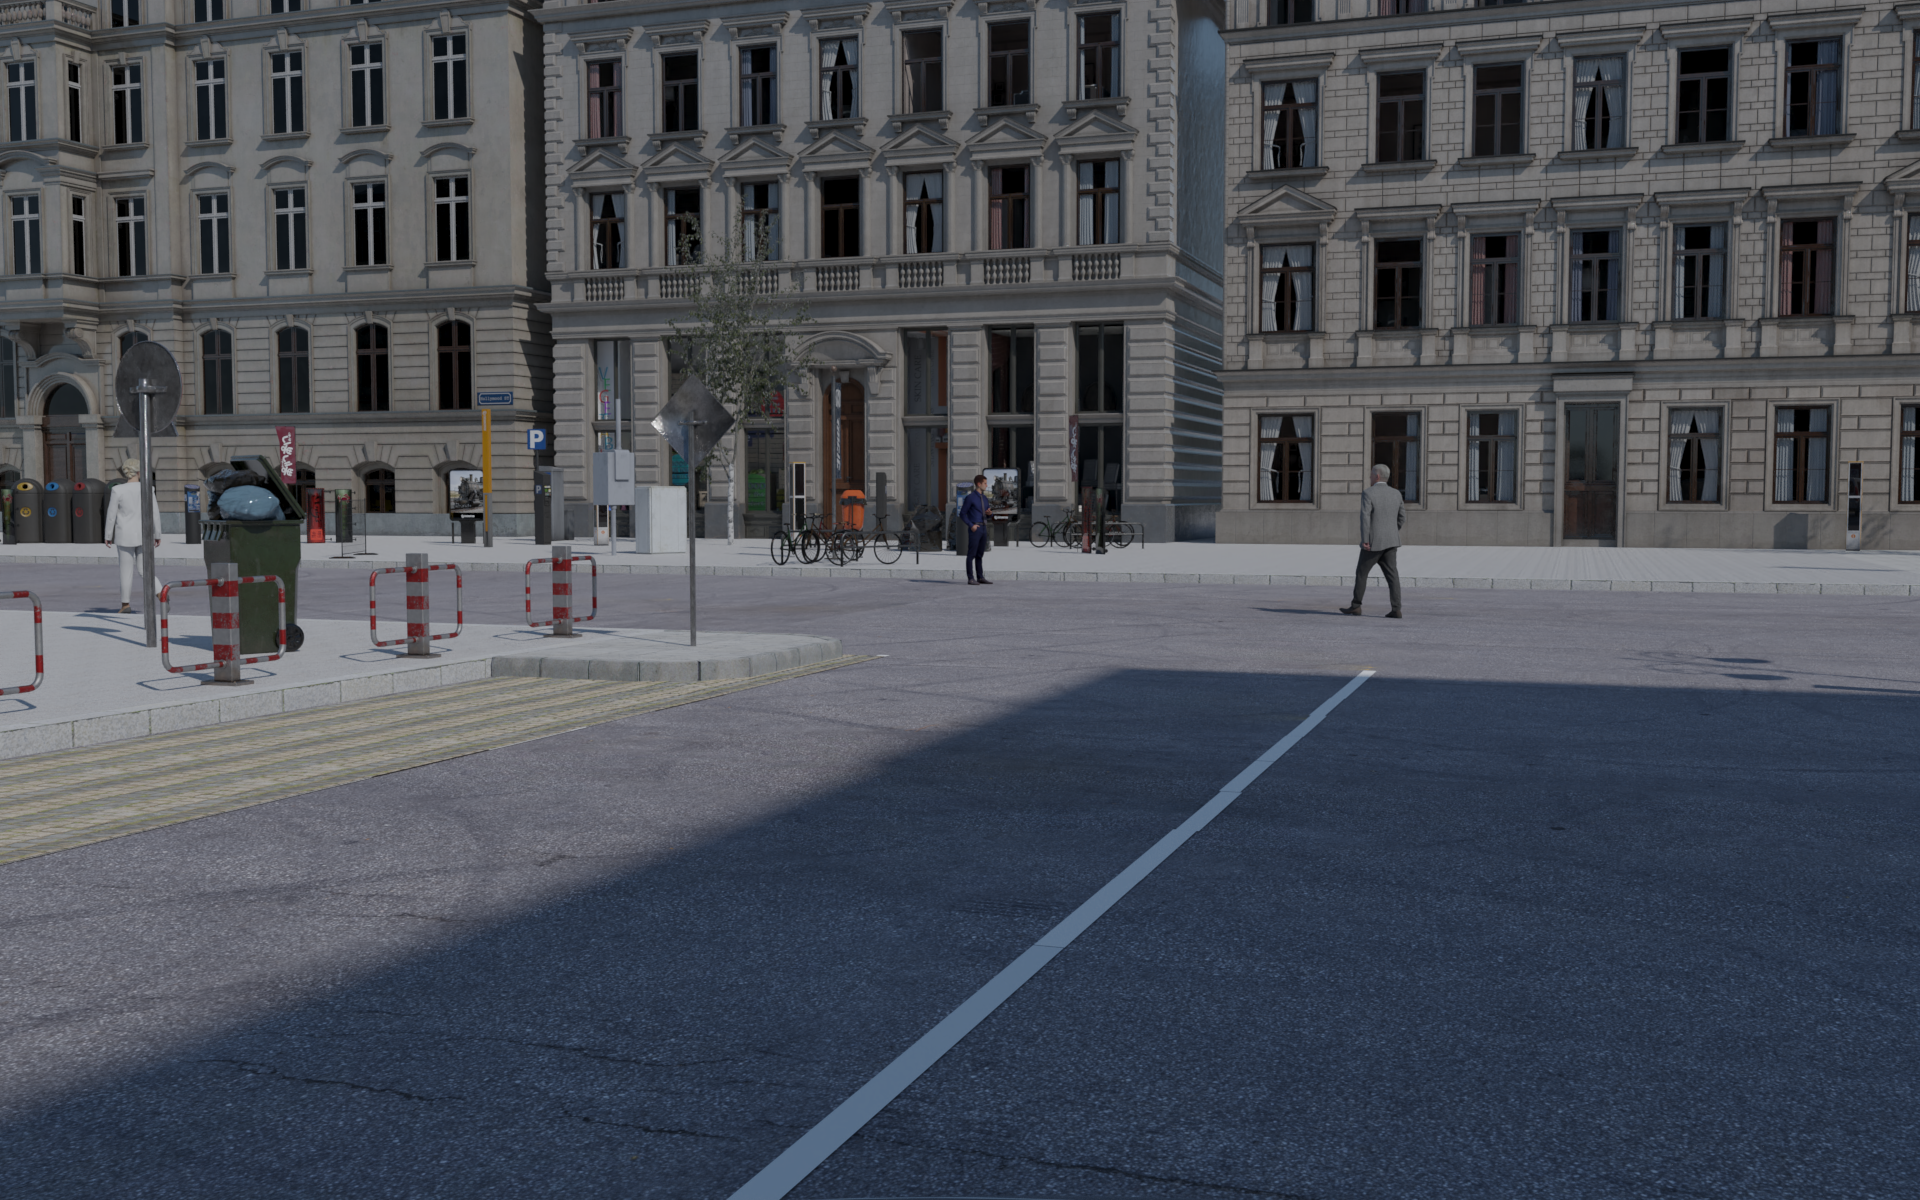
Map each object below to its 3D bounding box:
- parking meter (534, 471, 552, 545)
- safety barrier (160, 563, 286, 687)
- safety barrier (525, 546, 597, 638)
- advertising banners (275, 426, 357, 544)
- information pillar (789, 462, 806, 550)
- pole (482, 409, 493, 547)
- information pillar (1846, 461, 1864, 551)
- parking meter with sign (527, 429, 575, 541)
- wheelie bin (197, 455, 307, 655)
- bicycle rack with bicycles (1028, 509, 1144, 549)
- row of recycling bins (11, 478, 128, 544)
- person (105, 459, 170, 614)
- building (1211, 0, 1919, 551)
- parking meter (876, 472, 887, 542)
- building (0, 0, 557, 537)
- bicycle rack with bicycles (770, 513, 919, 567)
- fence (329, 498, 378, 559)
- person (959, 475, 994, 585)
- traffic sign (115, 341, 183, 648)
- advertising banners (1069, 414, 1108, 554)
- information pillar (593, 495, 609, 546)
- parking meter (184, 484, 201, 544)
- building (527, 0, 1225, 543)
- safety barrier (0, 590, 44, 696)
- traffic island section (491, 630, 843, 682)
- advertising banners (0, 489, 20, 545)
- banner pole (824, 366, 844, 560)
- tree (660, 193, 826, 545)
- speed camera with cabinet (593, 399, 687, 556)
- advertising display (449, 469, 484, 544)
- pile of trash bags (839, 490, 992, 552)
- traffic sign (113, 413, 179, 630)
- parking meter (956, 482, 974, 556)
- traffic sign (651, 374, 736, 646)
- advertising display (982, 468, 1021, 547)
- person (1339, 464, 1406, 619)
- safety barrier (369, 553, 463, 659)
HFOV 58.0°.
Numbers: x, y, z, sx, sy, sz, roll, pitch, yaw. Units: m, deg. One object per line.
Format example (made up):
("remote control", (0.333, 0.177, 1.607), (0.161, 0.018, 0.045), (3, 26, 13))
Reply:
("parking meter", (-10.522, -2.324, 43.702), (0.399, 1.863, 0.255), (2, 4, 34))
("safety barrier", (-4.935, 0.161, 11.643), (0.300, 0.817, 1.120), (1, 4, 20))
("safety barrier", (-3.559, -0.075, 15.495), (0.300, 0.817, 1.120), (1, 4, 20))
("advertising banners", (-16.719, -2.984, 44.969), (2.074, 3.025, 0.090), (-3, 5, -43))
("information pillar", (-3.744, -2.167, 39.922), (0.304, 2.012, 0.304), (-2, 4, -25))
("pole", (-11.360, -2.922, 41.618), (0.158, 3.312, 0.155), (0, 3, 0))
("information pillar", (20.172, -2.114, 39.055), (0.304, 2.012, 0.304), (2, 4, 29))
("parking meter with sign", (-11.124, -3.121, 47.283), (0.543, 3.016, 1.738), (1, 4, 15))
("wheelie bin", (-5.750, -0.377, 14.066), (0.693, 1.594, 0.980), (-3, 5, -44))
("bicycle rack with bicycles", (3.072, -1.713, 41.386), (2.925, 0.926, 2.852), (-1, 4, -10))
("row of recycling bins", (-23.012, -2.319, 45.034), (3.534, 1.692, 1.069), (1, 4, 10))
("person", (-9.521, -0.714, 20.060), (0.818, 1.842, 0.514), (2, 4, 27))
("building", (16.724, -11.066, 45.551), (19.286, 19.102, 10.561), (1, 4, 20))
("parking meter", (-2.106, -2.488, 46.397), (0.255, 1.863, 0.399), (0, 4, 4))
("building", (-27.420, -14.816, 61.331), (34.723, 24.649, 14.460), (1, 4, 20))
("bicycle rack with bicycles", (-2.225, -1.118, 31.659), (2.925, 0.926, 2.852), (-3, 5, -41))
("fence", (-12.400, -1.482, 35.428), (0.480, 1.192, 2.264), (0, 4, -7))
("person", (0.325, -1.111, 27.367), (0.504, 1.737, 0.576), (2, 4, 27))
("traffic sign", (-6.768, -0.876, 14.424), (0.768, 2.556, 0.104), (2, 4, 24))
("advertising banners", (2.762, -2.530, 37.561), (0.090, 3.025, 2.074), (-1, 4, -19))
("information pillar", (-8.915, -2.355, 42.994), (0.304, 2.012, 0.304), (-2, 4, -29))
("parking meter", (-19.664, -2.201, 44.392), (0.372, 1.533, 0.369), (0, 3, 0))
("building", (-1.740, -13.648, 52.024), (19.941, 23.489, 11.050), (1, 4, 20))
("safety barrier", (-5.618, 0.279, 9.716), (0.300, 0.817, 1.120), (1, 4, 20))
("traffic island section", (-2.270, 0.469, 14.608), (2.009, 0.180, 2.903), (1, 4, 20))
("advertising banners", (-24.714, -2.924, 44.002), (2.074, 3.025, 0.090), (1, 4, 22))
("banner pole", (-2.433, -2.698, 34.127), (0.401, 3.779, 0.863), (1, 4, 10))
("tree", (-5.651, -5.693, 43.442), (4.360, 8.622, 3.978), (0, 3, 0))
("speed camera with cabinet", (-6.789, -2.596, 36.779), (0.660, 3.252, 2.038), (3, 5, 43))
("advertising display", (-12.708, -2.416, 44.723), (0.974, 1.923, 0.123), (1, 4, 9))
("pile of trash bags", (-1.013, -1.798, 39.145), (3.447, 1.369, 1.912), (0, 4, 0))
("traffic sign", (-7.672, -0.996, 16.288), (0.884, 2.594, 0.081), (2, 4, 27))
("parking meter", (0.105, -1.690, 36.035), (0.372, 1.533, 0.369), (0, 3, 0))
("traffic sign", (-2.246, -0.666, 14.538), (0.795, 2.450, 0.064), (1, 4, 20))
("advertising display", (1.007, -2.266, 42.266), (0.974, 1.923, 0.123), (2, 4, 24))
("person", (4.836, -0.692, 20.215), (0.661, 1.777, 0.834), (-2, 4, -34))
("safety barrier", (-4.248, 0.043, 13.568), (0.300, 0.817, 1.120), (1, 4, 20))
